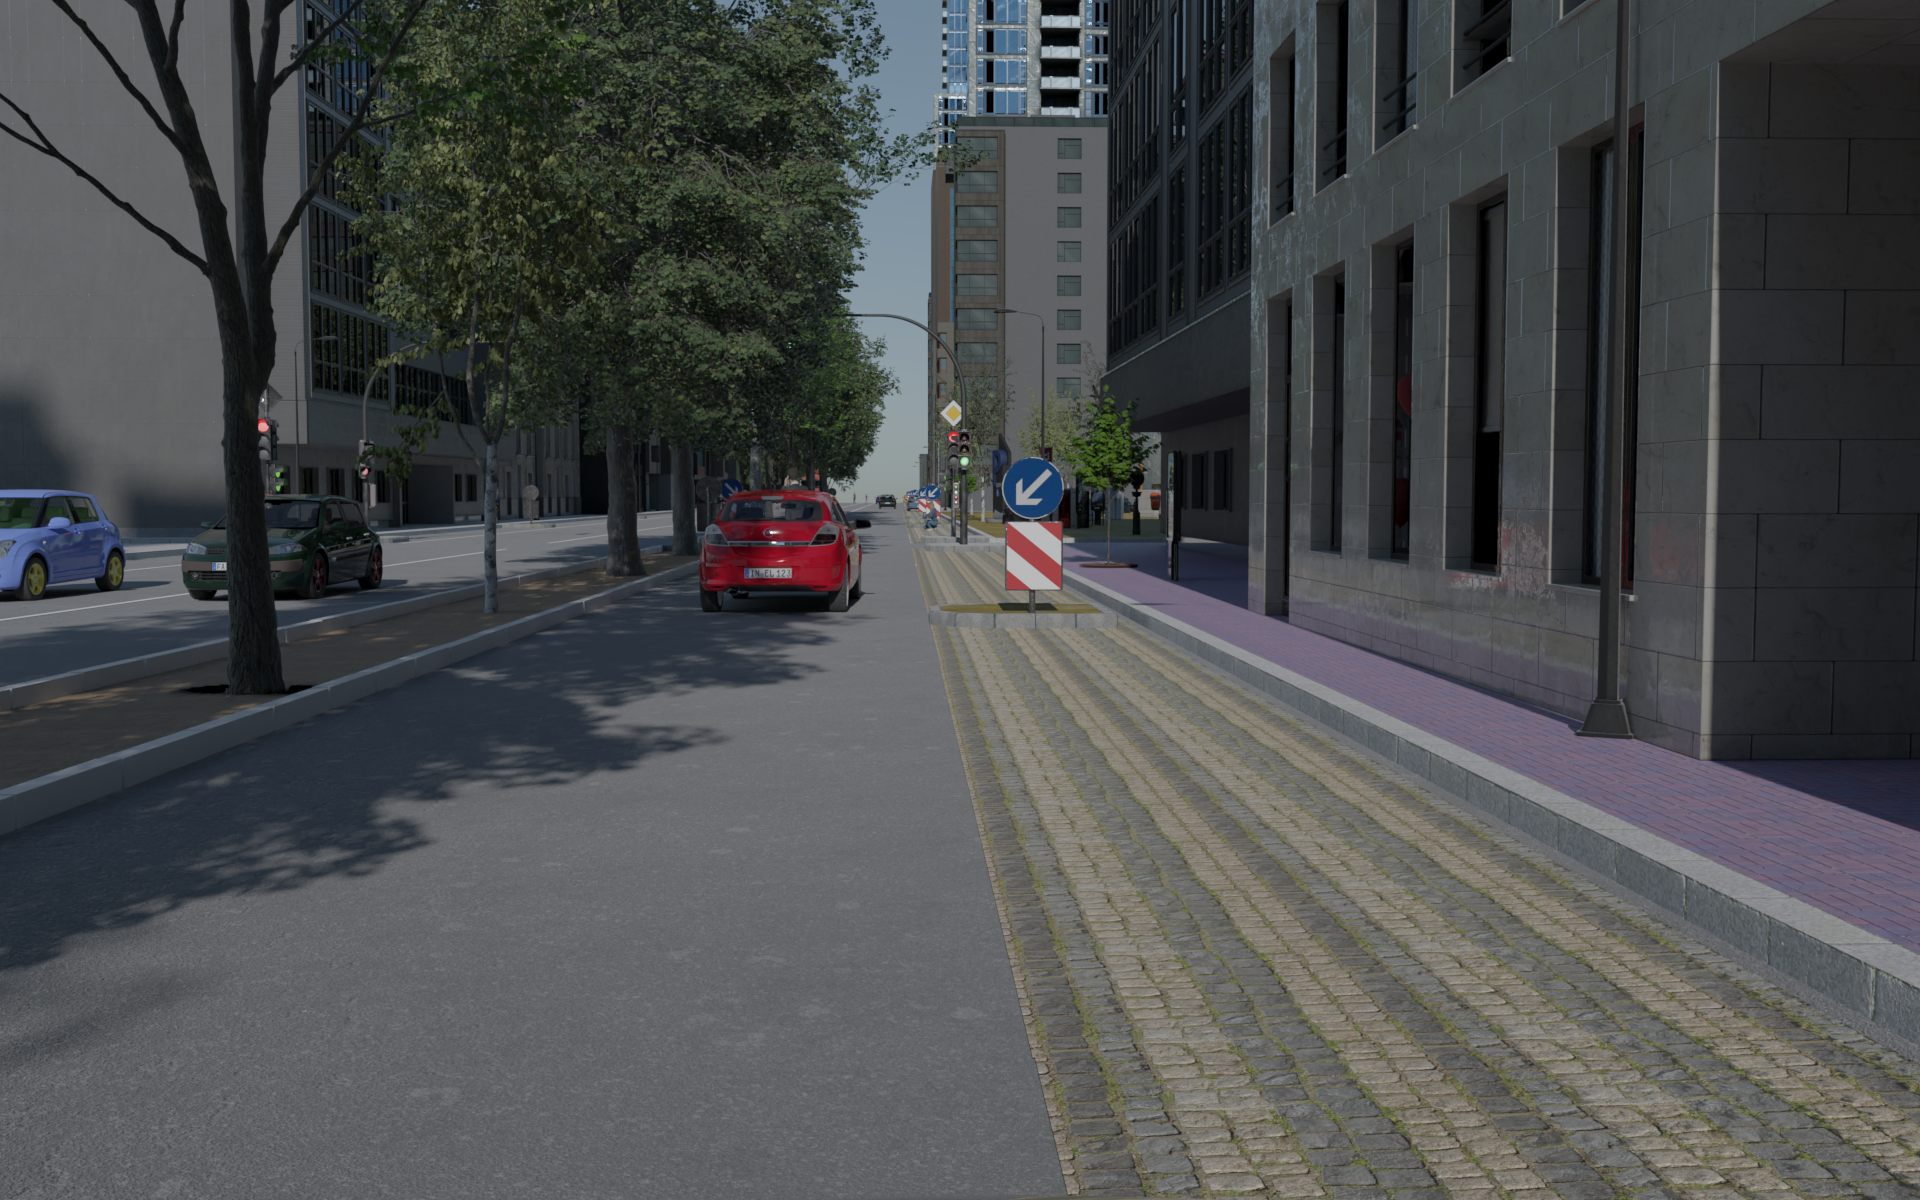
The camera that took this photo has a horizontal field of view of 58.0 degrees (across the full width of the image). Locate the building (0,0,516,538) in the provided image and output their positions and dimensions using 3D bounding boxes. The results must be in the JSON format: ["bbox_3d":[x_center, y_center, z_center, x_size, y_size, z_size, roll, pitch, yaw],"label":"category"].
[{"bbox_3d":[-27.157,-15.045,65.044,14.314,24.678,30.058,0,4,-2],"label":"building"}]

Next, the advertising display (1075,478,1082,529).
[{"bbox_3d":[4.393,-3.594,63.982,0.123,1.923,0.974,1,4,12],"label":"advertising display"}]

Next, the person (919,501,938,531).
[{"bbox_3d":[-1.202,-3.276,67.564,0.738,1.151,1.012,0,4,-4],"label":"person"}]

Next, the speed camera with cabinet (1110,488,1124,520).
[{"bbox_3d":[7.763,-5.648,86.682,0.660,3.252,2.038,1,4,15],"label":"speed camera with cabinet"}]

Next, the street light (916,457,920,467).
[{"bbox_3d":[-4.095,-14.107,203.190,1.470,5.913,1.316,0,4,-2],"label":"street light"}]

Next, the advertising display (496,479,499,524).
[{"bbox_3d":[-19.798,-4.190,73.716,0.123,1.923,0.974,0,4,-1],"label":"advertising display"}]

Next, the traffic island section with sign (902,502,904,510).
[{"bbox_3d":[-2.226,-5.628,100.641,1.989,1.847,2.006,0,4,-2],"label":"traffic island section with sign"}]

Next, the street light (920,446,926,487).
[{"bbox_3d":[-2.898,-12.012,168.932,1.470,5.913,1.316,0,4,-2],"label":"street light"}]

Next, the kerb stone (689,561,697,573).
[{"bbox_3d":[-4.943,-0.569,31.492,0.120,0.150,1.000,0,4,-2],"label":"kerb stone"}]

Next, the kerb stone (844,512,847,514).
[{"bbox_3d":[-8.259,-6.303,125.262,0.120,0.150,1.000,0,4,-2],"label":"kerb stone"}]

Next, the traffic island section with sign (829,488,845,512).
[{"bbox_3d":[-9.374,-7.240,126.507,2.006,1.907,1.989,0,4,-2],"label":"traffic island section with sign"}]

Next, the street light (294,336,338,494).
[{"bbox_3d":[-18.998,-4.804,51.083,1.470,5.913,1.316,0,4,-2],"label":"street light"}]

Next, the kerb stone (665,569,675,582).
[{"bbox_3d":[-4.841,-0.380,28.408,0.120,0.150,1.000,0,4,-2],"label":"kerb stone"}]

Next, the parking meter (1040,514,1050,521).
[{"bbox_3d":[2.747,-3.072,55.938,0.255,1.863,0.399,0,4,-5],"label":"parking meter"}]

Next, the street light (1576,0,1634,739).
[{"bbox_3d":[2.907,-2.232,9.037,1.470,5.913,1.316,0,4,-2],"label":"street light"}]

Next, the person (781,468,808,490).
[{"bbox_3d":[-2.998,-1.434,31.308,0.474,1.900,0.648,2,4,28],"label":"person"}]

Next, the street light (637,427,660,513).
[{"bbox_3d":[-21.468,-8.949,118.855,1.470,5.913,1.316,0,4,-2],"label":"street light"}]

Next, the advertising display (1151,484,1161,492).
[{"bbox_3d":[12.623,-6.476,111.092,0.123,1.923,0.974,-2,4,-32],"label":"advertising display"}]

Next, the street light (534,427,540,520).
[{"bbox_3d":[-20.263,-6.876,84.968,1.470,5.913,1.316,0,4,-2],"label":"street light"}]

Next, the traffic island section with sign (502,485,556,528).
[{"bbox_3d":[-18.407,-4.006,74.124,1.989,1.847,2.006,0,4,-2],"label":"traffic island section with sign"}]

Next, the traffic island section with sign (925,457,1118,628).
[{"bbox_3d":[0.650,-0.653,19.304,1.989,1.847,2.006,0,4,-2],"label":"traffic island section with sign"}]

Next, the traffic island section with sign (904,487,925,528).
[{"bbox_3d":[-1.268,-3.980,73.703,1.989,1.847,2.006,0,4,-2],"label":"traffic island section with sign"}]

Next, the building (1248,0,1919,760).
[{"bbox_3d":[8.662,-9.512,10.275,10.420,20.320,16.860,0,4,-2],"label":"building"}]

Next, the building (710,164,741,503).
[{"bbox_3d":[-31.854,-30.957,189.736,14.154,41.232,14.086,0,4,-2],"label":"building"}]

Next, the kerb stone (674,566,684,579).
[{"bbox_3d":[-4.862,-0.442,29.432,0.120,0.150,1.000,0,4,-2],"label":"kerb stone"}]

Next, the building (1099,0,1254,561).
[{"bbox_3d":[10.924,-14.525,30.991,14.314,27.812,24.014,0,4,-2],"label":"building"}]

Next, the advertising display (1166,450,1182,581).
[{"bbox_3d":[3.193,-1.264,25.888,0.123,1.923,0.974,0,4,1],"label":"advertising display"}]

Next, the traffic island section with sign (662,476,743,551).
[{"bbox_3d":[-6.454,-2.194,44.013,2.006,1.907,1.989,0,4,-2],"label":"traffic island section with sign"}]

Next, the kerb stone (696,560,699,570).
[{"bbox_3d":[-4.993,-0.627,32.513,0.120,0.150,1.000,0,4,-2],"label":"kerb stone"}]

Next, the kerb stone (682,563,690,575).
[{"bbox_3d":[-4.908,-0.506,30.465,0.120,0.150,1.000,0,4,-2],"label":"kerb stone"}]

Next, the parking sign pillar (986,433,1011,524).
[{"bbox_3d":[1.844,-5.350,75.946,1.447,3.967,1.447,-1,4,-18],"label":"parking sign pillar"}]

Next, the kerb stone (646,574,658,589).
[{"bbox_3d":[-4.761,-0.254,26.351,0.120,0.150,1.000,0,4,-2],"label":"kerb stone"}]

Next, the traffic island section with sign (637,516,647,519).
[{"bbox_3d":[-19.371,-5.662,101.205,1.989,1.847,2.006,0,4,-2],"label":"traffic island section with sign"}]

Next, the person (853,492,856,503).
[{"bbox_3d":[-16.451,-16.068,271.740,0.617,1.759,0.750,-3,5,-40],"label":"person"}]

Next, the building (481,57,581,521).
[{"bbox_3d":[-28.477,-18.107,93.305,12.463,27.353,25.104,0,4,-2],"label":"building"}]

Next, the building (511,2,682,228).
[{"bbox_3d":[-31.275,-30.366,146.591,14.600,45.320,14.200,0,4,-2],"label":"building"}]

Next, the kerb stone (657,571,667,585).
[{"bbox_3d":[-4.802,-0.316,27.372,0.120,0.150,1.000,0,4,-2],"label":"kerb stone"}]

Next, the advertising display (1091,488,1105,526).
[{"bbox_3d":[5.656,-4.025,71.021,0.123,1.923,0.974,-2,4,-26],"label":"advertising display"}]

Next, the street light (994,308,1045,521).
[{"bbox_3d":[1.542,-4.340,43.494,1.470,5.913,1.316,0,4,-2],"label":"street light"}]

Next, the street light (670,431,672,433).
[{"bbox_3d":[-21.760,-9.483,127.590,1.470,5.913,1.316,0,4,-2],"label":"street light"}]

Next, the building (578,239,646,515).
[{"bbox_3d":[-28.171,-17.409,114.320,12.332,23.373,15.834,0,4,-2],"label":"building"}]

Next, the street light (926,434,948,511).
[{"bbox_3d":[-1.678,-9.907,134.519,1.470,5.913,1.316,0,4,-2],"label":"street light"}]

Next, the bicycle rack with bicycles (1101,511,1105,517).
[{"bbox_3d":[7.032,-4.986,94.900,2.852,0.926,2.925,-2,4,-35],"label":"bicycle rack with bicycles"}]

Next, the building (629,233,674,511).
[{"bbox_3d":[-29.662,-22.096,132.965,14.160,30.474,14.107,0,4,-2],"label":"building"}]

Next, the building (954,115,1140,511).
[{"bbox_3d":[6.466,-22.281,136.000,14.160,30.474,14.107,0,4,-2],"label":"building"}]

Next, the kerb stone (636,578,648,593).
[{"bbox_3d":[-4.726,-0.192,25.327,0.120,0.150,1.000,0,4,-2],"label":"kerb stone"}]

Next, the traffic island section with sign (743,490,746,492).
[{"bbox_3d":[-22.107,-10.378,178.312,1.989,1.847,2.006,0,4,-2],"label":"traffic island section with sign"}]
